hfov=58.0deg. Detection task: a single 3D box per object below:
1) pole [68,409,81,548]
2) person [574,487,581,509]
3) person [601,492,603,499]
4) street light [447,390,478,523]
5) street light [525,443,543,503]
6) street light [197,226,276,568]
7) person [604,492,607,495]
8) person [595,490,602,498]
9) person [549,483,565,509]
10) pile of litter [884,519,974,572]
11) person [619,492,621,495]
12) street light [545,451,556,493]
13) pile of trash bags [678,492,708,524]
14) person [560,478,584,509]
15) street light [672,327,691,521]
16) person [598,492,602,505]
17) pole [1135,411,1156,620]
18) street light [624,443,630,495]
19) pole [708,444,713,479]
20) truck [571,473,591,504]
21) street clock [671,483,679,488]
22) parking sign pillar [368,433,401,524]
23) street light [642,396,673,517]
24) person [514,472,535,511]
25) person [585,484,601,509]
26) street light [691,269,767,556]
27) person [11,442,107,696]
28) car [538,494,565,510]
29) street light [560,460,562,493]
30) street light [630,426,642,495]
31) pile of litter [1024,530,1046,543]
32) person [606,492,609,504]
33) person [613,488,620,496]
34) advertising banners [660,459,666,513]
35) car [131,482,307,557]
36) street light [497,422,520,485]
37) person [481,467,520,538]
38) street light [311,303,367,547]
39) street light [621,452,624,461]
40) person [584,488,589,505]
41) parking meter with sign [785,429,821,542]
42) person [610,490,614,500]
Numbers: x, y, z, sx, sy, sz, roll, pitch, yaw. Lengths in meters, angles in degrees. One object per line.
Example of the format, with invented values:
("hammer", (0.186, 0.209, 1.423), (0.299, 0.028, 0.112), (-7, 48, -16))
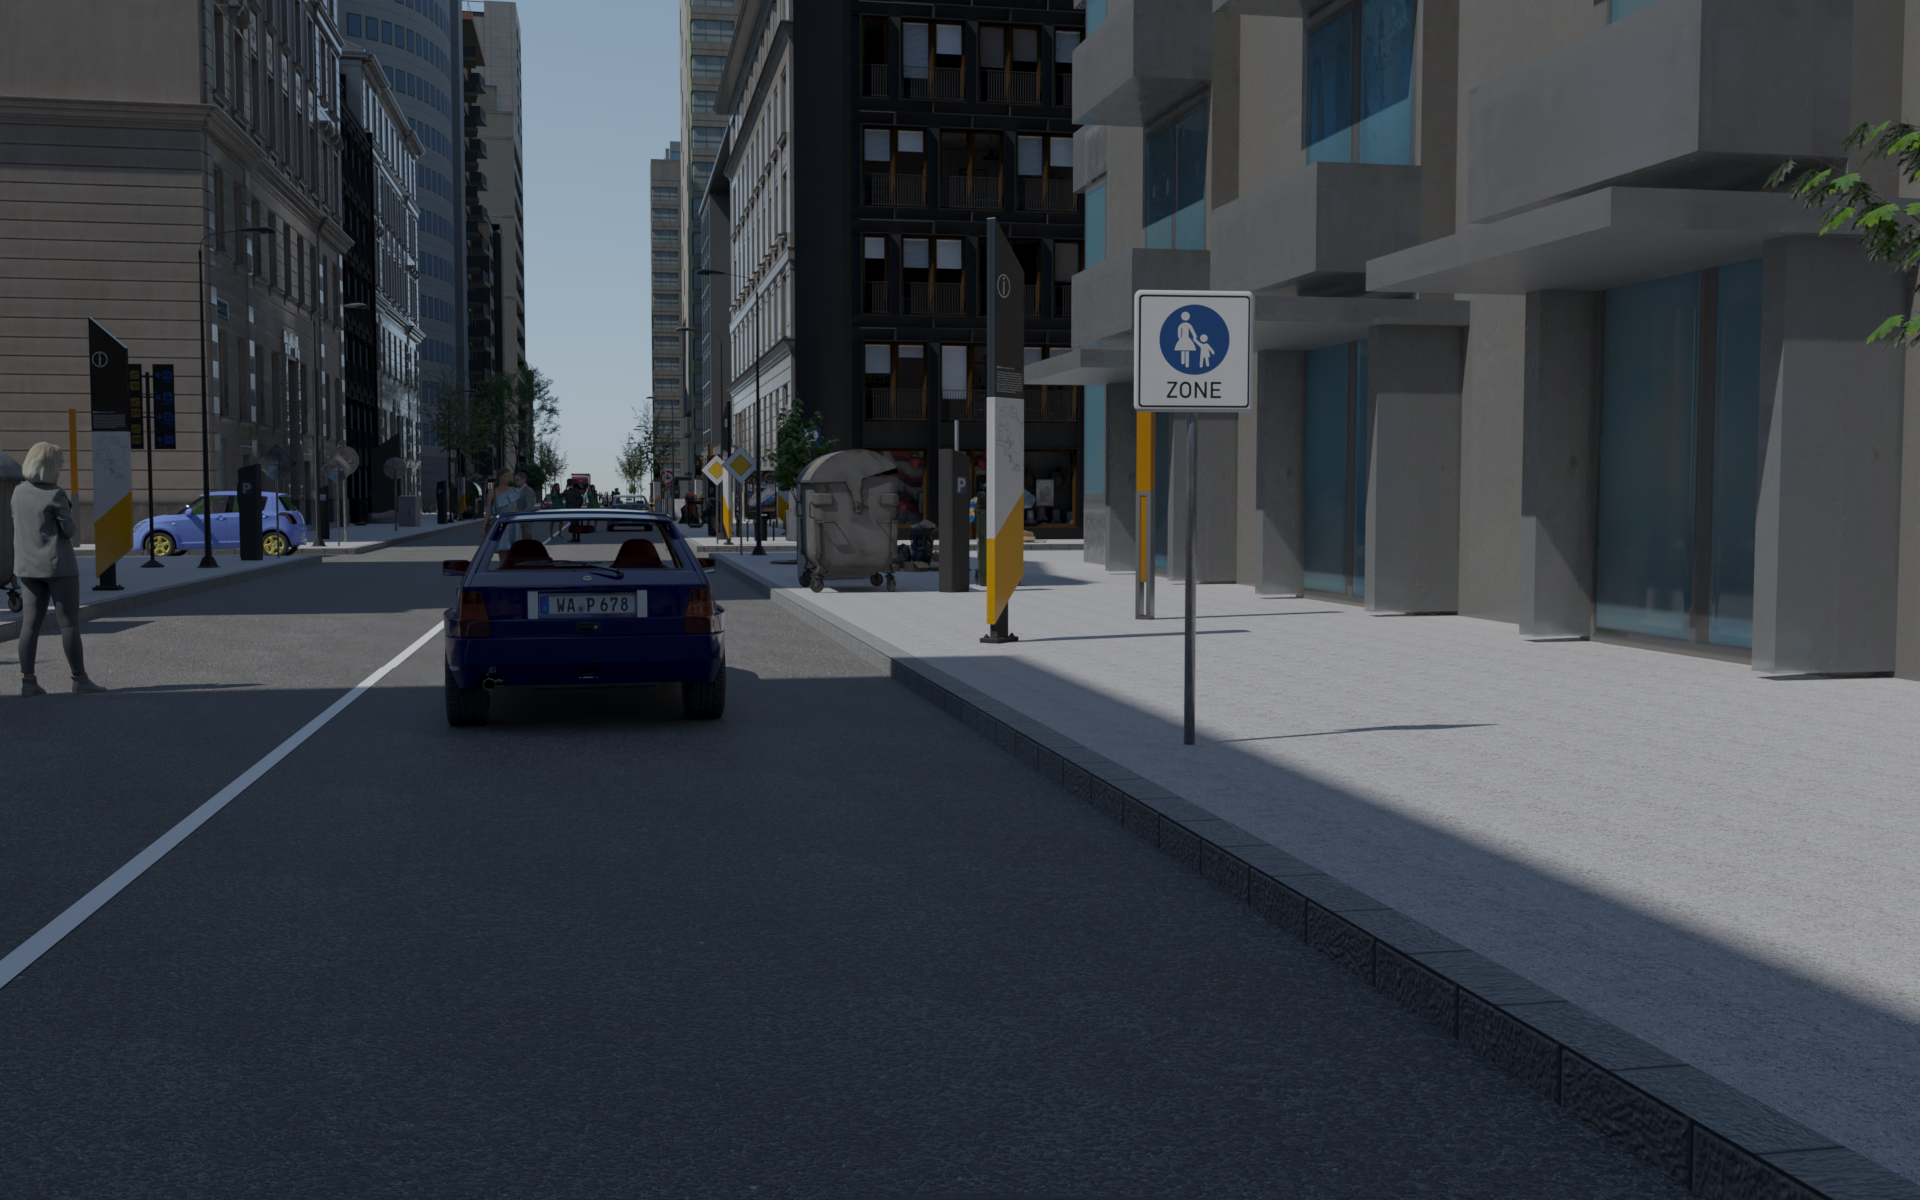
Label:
("pole", (-21.159, -2.908, 41.384), (0.158, 3.312, 0.155), (0, 3, 0))
("person", (-22.304, -5.631, 100.549), (0.794, 1.824, 0.713), (-2, 4, -23))
("person", (-53.883, -15.345, 259.925), (0.750, 1.759, 0.617), (2, 4, 28))
("street light", (-22.121, -6.387, 76.976), (1.470, 5.913, 1.316), (-1, 4, -12))
("street light", (-37.442, -10.955, 151.656), (1.470, 5.913, 1.316), (-1, 4, -12))
("street light", (-12.567, -3.521, 30.109), (1.470, 5.913, 1.316), (-1, 4, -12))
("person", (-54.641, -15.809, 266.960), (1.348, 1.826, 0.705), (0, 4, 8))
("person", (-36.129, -9.999, 171.990), (1.348, 1.824, 0.705), (0, 4, 7))
("person", (-12.964, -2.869, 55.663), (0.529, 1.795, 0.600), (2, 4, 34))
("pile of litter", (-0.586, -0.916, 28.948), (1.719, 0.858, 1.176), (1, 4, 12))
("person", (-44.245, -13.178, 224.756), (0.445, 1.727, 0.742), (-2, 4, -30))
("street light", (-47.346, -13.928, 200.266), (1.470, 5.913, 1.316), (-1, 4, -12))
("pile of trash bags", (-11.288, -3.974, 74.732), (1.912, 1.369, 3.447), (0, 4, 3))
("person", (-11.566, -2.675, 51.593), (0.474, 1.900, 0.648), (3, 4, 38))
("street light", (-7.199, -4.638, 48.368), (1.470, 5.913, 1.316), (-1, 4, -12))
("person", (-49.072, -13.847, 235.609), (1.217, 1.736, 0.721), (3, 4, 36))
("pole", (1.894, -1.456, 17.641), (0.158, 3.312, 0.155), (0, 3, 0))
("street light", (-29.550, -11.302, 157.330), (1.470, 5.913, 1.316), (-1, 4, -12))
("pole", (-10.092, -4.664, 70.098), (0.158, 3.312, 0.155), (0, 3, 0))
("truck", (-51.867, -15.171, 236.963), (2.839, 4.237, 11.283), (-1, 4, -11))
("street clock", (-18.172, -6.478, 110.485), (0.471, 2.002, 0.358), (-2, 4, -31))
("parking sign pillar", (-25.151, -5.331, 75.633), (1.447, 3.967, 1.447), (-3, 4, -38))
("street light", (-14.232, -6.731, 82.590), (1.470, 5.913, 1.316), (-1, 4, -12))
("person", (-7.551, -1.307, 29.984), (0.853, 1.813, 0.709), (-3, 5, -40))
("person", (-13.742, -3.427, 64.773), (0.529, 1.795, 0.600), (3, 5, 40))
("street light", (-4.746, -3.883, 36.021), (1.470, 5.913, 1.316), (-1, 4, -12))
("person", (-6.530, -0.230, 12.446), (0.537, 1.800, 0.526), (2, 4, 28))
("car", (-26.033, -6.276, 111.648), (2.155, 1.783, 4.494), (-1, 4, -10))
("street light", (-54.449, -16.040, 234.790), (1.470, 5.913, 1.316), (-1, 4, -12))
("street light", (-22.473, -9.206, 123.054), (1.470, 5.913, 1.316), (-1, 4, -12))
("pile of litter", (1.493, -1.945, 45.764), (1.719, 0.858, 1.176), (0, 4, -3))
("person", (-43.961, -12.622, 215.580), (0.721, 1.736, 1.217), (0, 4, -2))
("person", (-21.348, -6.069, 107.699), (0.573, 1.828, 0.580), (-3, 5, -44))
("advertising banners", (-14.532, -5.426, 84.909), (0.090, 3.025, 2.074), (0, 4, -3))
("car", (-16.794, -1.816, 39.277), (3.694, 1.707, 1.945), (-1, 4, -13))
("street light", (-30.443, -8.853, 117.294), (1.470, 5.913, 1.316), (-1, 4, -12))
("person", (-6.460, -0.968, 24.427), (0.616, 1.811, 0.778), (-2, 4, -28))
("street light", (-15.118, -4.261, 42.203), (1.470, 5.913, 1.316), (-1, 4, -12))
("street light", (-39.213, -14.238, 205.325), (1.470, 5.913, 1.316), (-1, 4, -12))
("person", (-24.836, -6.556, 115.552), (0.638, 1.841, 0.748), (2, 4, 28))
("parking meter with sign", (-4.305, -3.087, 46.738), (0.543, 3.016, 1.738), (-2, 4, -24))
("person", (-29.109, -8.344, 145.639), (0.721, 1.735, 1.217), (2, 4, 23))
